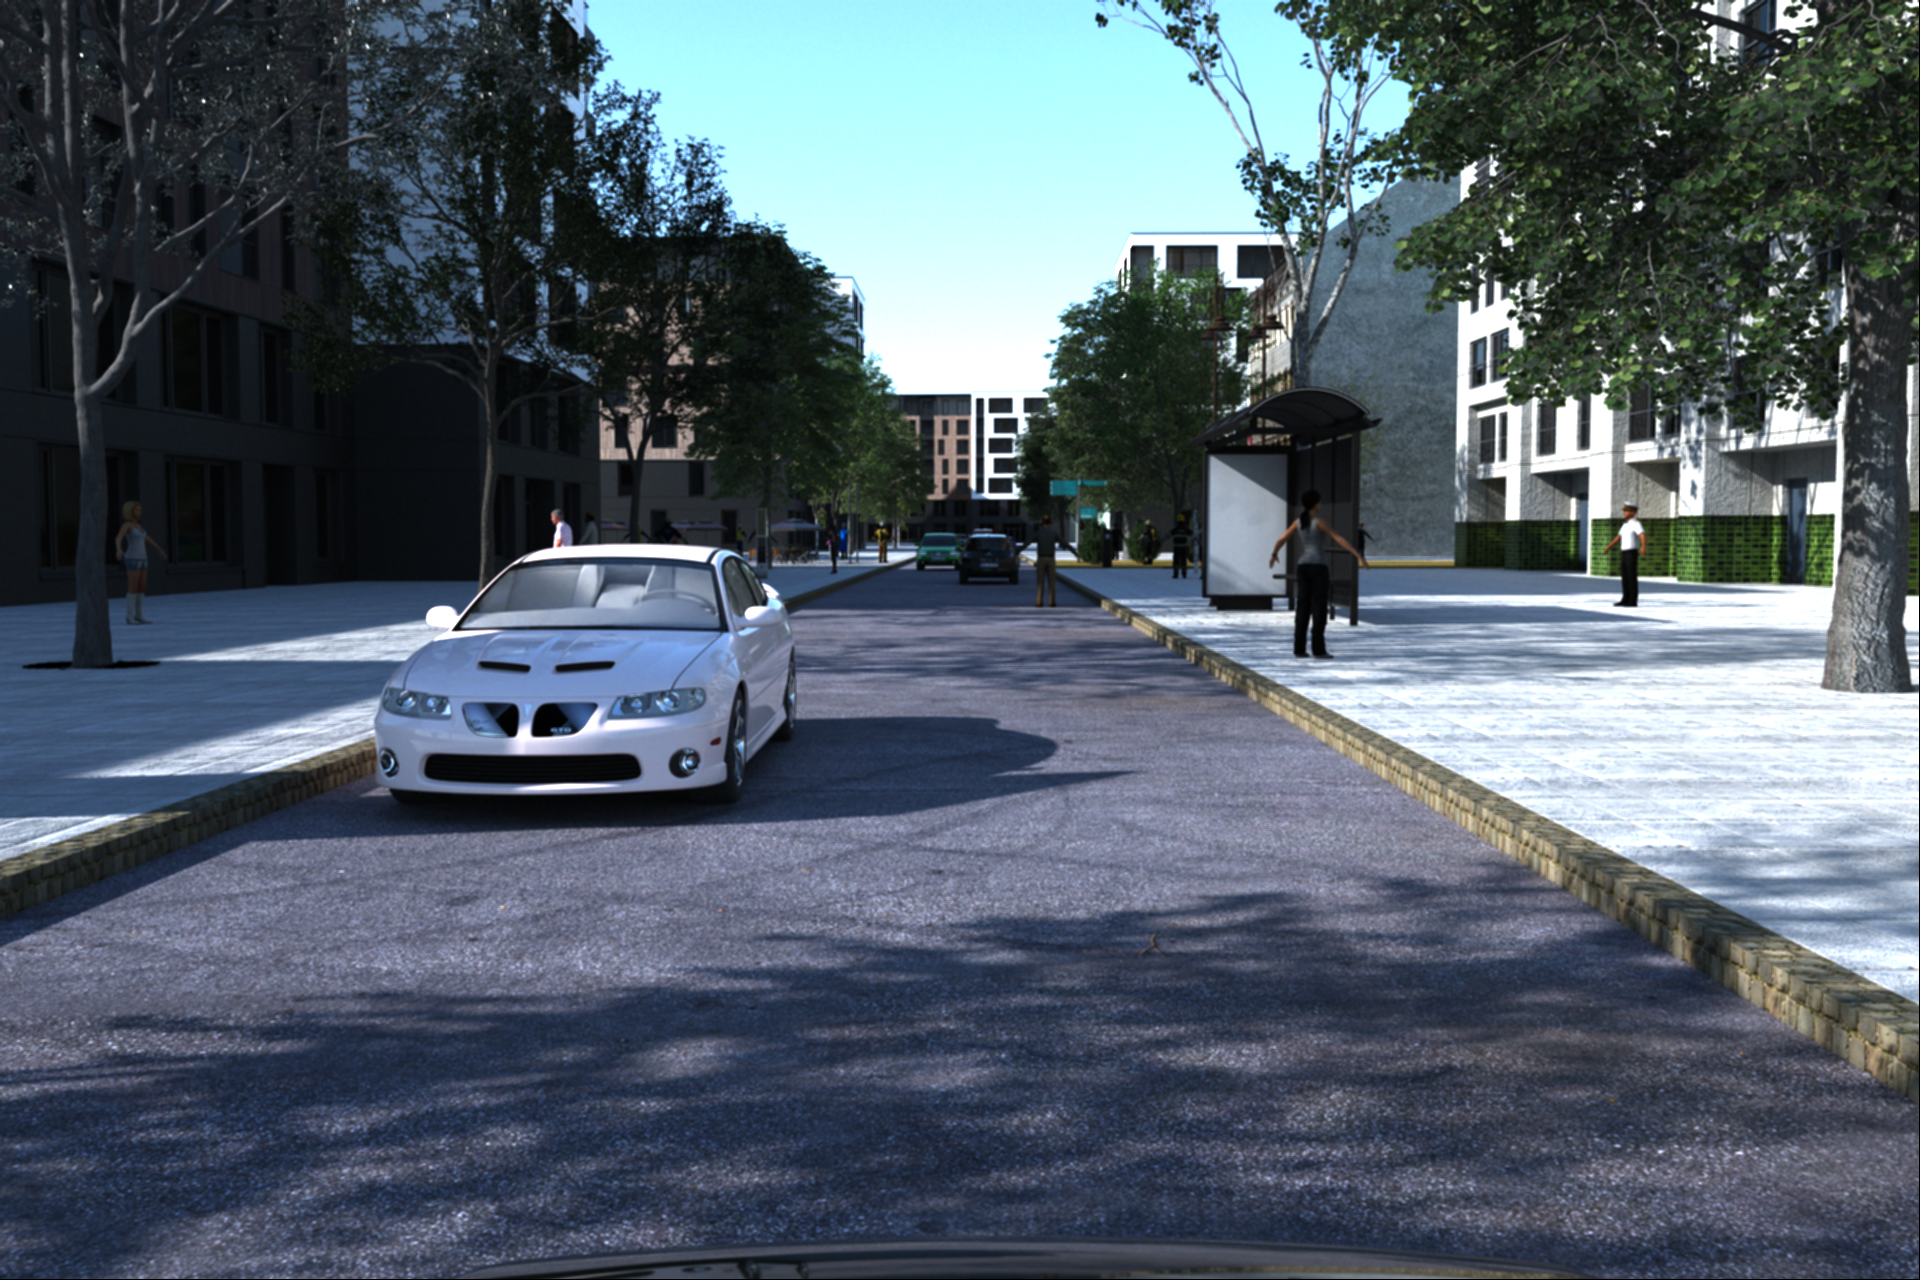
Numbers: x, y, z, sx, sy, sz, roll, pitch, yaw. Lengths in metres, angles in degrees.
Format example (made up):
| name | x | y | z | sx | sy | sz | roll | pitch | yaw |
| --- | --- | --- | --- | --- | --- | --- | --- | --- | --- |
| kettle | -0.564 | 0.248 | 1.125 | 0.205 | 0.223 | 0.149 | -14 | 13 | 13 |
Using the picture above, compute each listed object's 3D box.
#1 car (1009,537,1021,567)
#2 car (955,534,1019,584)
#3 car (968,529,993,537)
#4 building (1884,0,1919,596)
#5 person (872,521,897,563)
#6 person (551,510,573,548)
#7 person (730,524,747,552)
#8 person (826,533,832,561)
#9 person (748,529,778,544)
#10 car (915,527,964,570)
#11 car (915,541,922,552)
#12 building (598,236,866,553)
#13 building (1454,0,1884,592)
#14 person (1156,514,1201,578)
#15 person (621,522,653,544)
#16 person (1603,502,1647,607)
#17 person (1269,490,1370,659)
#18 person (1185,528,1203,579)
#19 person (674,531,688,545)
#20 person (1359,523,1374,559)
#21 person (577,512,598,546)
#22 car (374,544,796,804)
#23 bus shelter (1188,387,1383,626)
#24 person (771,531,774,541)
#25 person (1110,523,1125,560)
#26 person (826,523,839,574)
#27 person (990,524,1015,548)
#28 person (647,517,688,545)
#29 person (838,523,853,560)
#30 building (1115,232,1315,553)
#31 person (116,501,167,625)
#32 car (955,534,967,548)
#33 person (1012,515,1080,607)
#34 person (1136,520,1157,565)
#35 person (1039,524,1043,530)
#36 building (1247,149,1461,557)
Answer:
| name | x | y | z | sx | sy | sz | roll | pitch | yaw |
| --- | --- | --- | --- | --- | --- | --- | --- | --- | --- |
| car | 1.706 | -3.848 | 75.503 | 1.945 | 1.354 | 3.894 | 0 | 4 | 0 |
| car | 0.843 | -2.506 | 50.765 | 2.009 | 1.686 | 4.222 | 0 | 4 | 1 |
| car | 1.736 | -7.424 | 130.057 | 2.281 | 1.827 | 5.304 | 0 | 4 | 1 |
| building | 27.683 | -9.453 | 21.015 | 16.747 | 18.905 | 31.486 | 0 | 4 | 1 |
| person | -3.420 | -4.374 | 77.280 | 1.354 | 1.858 | 0.705 | 2 | 4 | 33 |
| person | -7.067 | -1.443 | 30.569 | 0.436 | 1.711 | 0.756 | 1 | 4 | 12 |
| person | -12.571 | -5.673 | 98.727 | 1.349 | 1.833 | 0.705 | 3 | 4 | 38 |
| person | -6.277 | -4.550 | 83.656 | 0.599 | 1.433 | 0.991 | 1 | 4 | 11 |
| person | -7.549 | -3.654 | 65.876 | 1.348 | 1.813 | 0.705 | 2 | 4 | 29 |
| car | -0.816 | -3.716 | 69.547 | 1.959 | 1.807 | 4.718 | 0 | 4 | 1 |
| car | -1.242 | -4.445 | 85.263 | 1.945 | 1.354 | 3.894 | 0 | 4 | 1 |
| building | -22.465 | -17.833 | 135.551 | 27.936 | 21.610 | 32.646 | 0 | 4 | 1 |
| building | 27.872 | -11.401 | 52.859 | 16.747 | 18.905 | 31.486 | 0 | 4 | 1 |
| person | 6.381 | -2.719 | 50.222 | 1.351 | 1.858 | 0.704 | 0 | 4 | -4 |
| person | -12.457 | -3.686 | 66.734 | 1.216 | 1.772 | 0.721 | 0 | 4 | -4 |
| person | 11.808 | -1.518 | 30.614 | 0.704 | 1.855 | 1.343 | 0 | 4 | -8 |
| person | 3.690 | -0.680 | 17.931 | 0.721 | 1.737 | 1.217 | -3 | 5 | -43 |
| person | 6.996 | -2.590 | 49.181 | 1.217 | 1.735 | 0.721 | 0 | 4 | 3 |
| person | -13.869 | -4.757 | 84.581 | 1.217 | 1.733 | 0.721 | 1 | 4 | 12 |
| person | 20.232 | -4.976 | 87.285 | 1.347 | 1.837 | 0.705 | -1 | 4 | -22 |
| person | -9.003 | -2.198 | 42.031 | 0.704 | 1.819 | 1.344 | 0 | 4 | 7 |
| car | -2.088 | 0.100 | 10.723 | 2.083 | 1.381 | 4.827 | 0 | 4 | 0 |
| bus shelter | 4.837 | -2.000 | 26.616 | 2.014 | 3.302 | 5.546 | 0 | 4 | 1 |
| person | -11.314 | -5.884 | 102.393 | 0.705 | 1.806 | 1.347 | 1 | 4 | 21 |
| person | 7.643 | -4.846 | 85.411 | 1.347 | 1.806 | 0.705 | -2 | 4 | -31 |
| person | -4.139 | -2.960 | 55.916 | 0.415 | 1.643 | 0.593 | -2 | 4 | -29 |
| person | 1.353 | -3.346 | 63.390 | 1.346 | 1.802 | 0.704 | 0 | 4 | 0 |
| person | -9.441 | -3.061 | 55.913 | 1.351 | 1.845 | 0.704 | -1 | 4 | -15 |
| person | -5.807 | -4.909 | 86.384 | 1.347 | 1.817 | 0.704 | 3 | 5 | 41 |
| building | 25.766 | -17.716 | 133.632 | 27.936 | 21.610 | 32.646 | 0 | 4 | 1 |
| person | -11.624 | -1.099 | 24.578 | 0.721 | 1.753 | 1.214 | 0 | 4 | 4 |
| car | -0.063 | -9.383 | 163.205 | 2.009 | 1.686 | 4.222 | 0 | 4 | 1 |
| person | 1.687 | -1.542 | 33.932 | 1.348 | 1.796 | 0.705 | 0 | 3 | 0 |
| person | 7.854 | -4.071 | 72.347 | 0.705 | 1.856 | 1.354 | 3 | 5 | 43 |
| person | 3.071 | -3.474 | 65.391 | 0.704 | 1.812 | 1.346 | 0 | 4 | -2 |
| building | 27.978 | -16.709 | 104.122 | 19.493 | 23.208 | 18.063 | 0 | 4 | 1 |
